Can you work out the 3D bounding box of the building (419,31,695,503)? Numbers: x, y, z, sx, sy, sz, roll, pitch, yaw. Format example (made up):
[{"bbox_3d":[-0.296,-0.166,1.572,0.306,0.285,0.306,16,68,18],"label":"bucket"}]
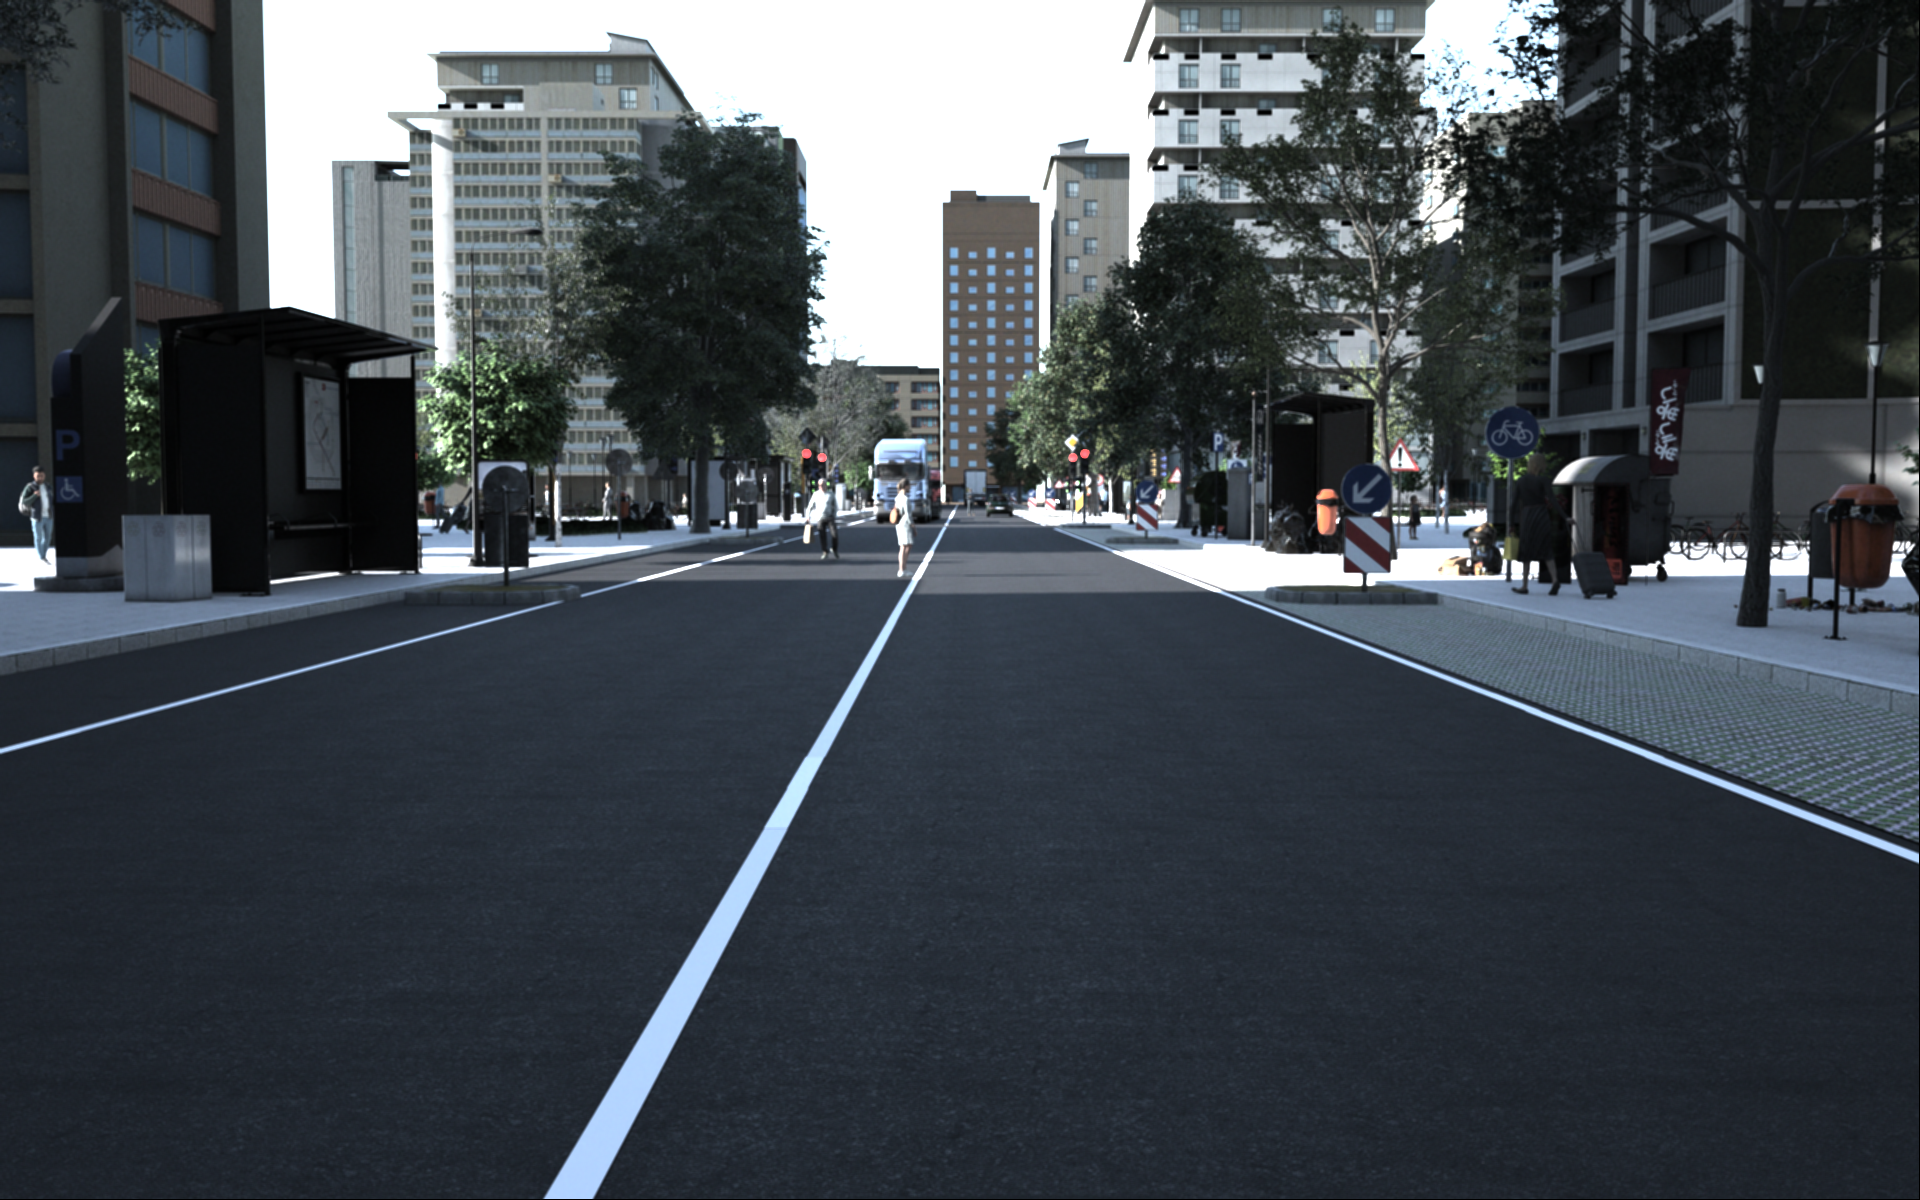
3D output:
[{"bbox_3d":[-47.311,-37.765,206.689,27.495,52.752,28.713,0,3,0],"label":"building"}]

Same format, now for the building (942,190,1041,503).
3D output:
[{"bbox_3d":[4.502,-37.142,257.375,14.200,45.320,14.600,0,3,0],"label":"building"}]

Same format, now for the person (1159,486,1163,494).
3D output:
[{"bbox_3d":[14.264,-7.176,123.374,0.555,1.821,0.388,3,4,37],"label":"person"}]

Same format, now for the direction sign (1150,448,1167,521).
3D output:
[{"bbox_3d":[9.477,-5.549,82.721,0.876,3.537,0.379,2,4,33],"label":"direction sign"}]

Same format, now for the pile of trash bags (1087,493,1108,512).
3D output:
[{"bbox_3d":[10.094,-6.947,123.340,1.912,1.369,3.447,-1,4,-9],"label":"pile of trash bags"}]

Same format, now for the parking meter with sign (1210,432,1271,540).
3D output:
[{"bbox_3d":[7.886,-3.199,48.563,1.738,3.016,0.543,3,5,42],"label":"parking meter with sign"}]

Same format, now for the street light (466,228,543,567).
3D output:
[{"bbox_3d":[-7.978,-3.536,30.354,1.470,5.913,1.316,0,3,0],"label":"street light"}]

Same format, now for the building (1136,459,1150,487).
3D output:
[{"bbox_3d":[34.721,-31.626,208.972,32.217,40.220,23.993,0,3,0],"label":"building"}]

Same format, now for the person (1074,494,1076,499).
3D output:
[{"bbox_3d":[9.270,-7.944,140.179,0.306,1.304,0.590,1,4,11],"label":"person"}]

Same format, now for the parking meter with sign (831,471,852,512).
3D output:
[{"bbox_3d":[-8.737,-7.994,126.956,1.738,3.016,0.543,2,4,32],"label":"parking meter with sign"}]

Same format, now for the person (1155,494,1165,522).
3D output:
[{"bbox_3d":[9.306,-4.300,80.622,0.475,1.303,0.640,1,4,11],"label":"person"}]

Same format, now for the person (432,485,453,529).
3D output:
[{"bbox_3d":[-19.111,-3.545,63.871,0.748,1.841,0.638,-1,4,-10],"label":"person"}]

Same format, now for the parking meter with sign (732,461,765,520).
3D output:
[{"bbox_3d":[-10.342,-5.412,84.741,1.738,3.016,0.543,1,4,13],"label":"parking meter with sign"}]

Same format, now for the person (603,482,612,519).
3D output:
[{"bbox_3d":[-15.165,-4.146,74.096,0.573,1.790,0.520,-1,4,-11],"label":"person"}]

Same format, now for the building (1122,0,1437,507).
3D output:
[{"bbox_3d":[32.502,-36.271,182.270,28.713,52.752,27.495,0,3,0],"label":"building"}]

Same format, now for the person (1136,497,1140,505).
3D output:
[{"bbox_3d":[13.825,-7.924,135.694,0.616,1.811,0.778,-2,4,-27],"label":"person"}]

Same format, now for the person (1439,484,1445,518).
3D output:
[{"bbox_3d":[25.154,-5.137,90.120,0.616,1.811,0.778,0,4,0],"label":"person"}]

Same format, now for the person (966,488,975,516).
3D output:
[{"bbox_3d":[0.751,-6.523,115.323,0.661,1.801,0.590,-2,4,-25],"label":"person"}]

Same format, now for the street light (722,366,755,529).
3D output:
[{"bbox_3d":[-7.991,-5.539,63.101,1.470,5.913,1.316,0,3,0],"label":"street light"}]

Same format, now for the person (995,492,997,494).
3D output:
[{"bbox_3d":[4.498,-12.581,214.922,1.217,1.743,0.721,2,4,29],"label":"person"}]

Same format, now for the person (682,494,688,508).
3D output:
[{"bbox_3d":[-18.523,-6.509,116.737,0.475,1.303,0.640,3,5,40],"label":"person"}]

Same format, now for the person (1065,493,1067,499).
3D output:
[{"bbox_3d":[11.699,-11.191,189.809,0.721,1.735,1.217,1,4,18],"label":"person"}]

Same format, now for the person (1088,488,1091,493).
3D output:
[{"bbox_3d":[10.457,-8.190,140.132,0.728,1.800,0.709,-1,4,-22],"label":"person"}]

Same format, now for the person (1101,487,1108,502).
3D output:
[{"bbox_3d":[10.849,-7.587,130.355,0.793,1.790,0.793,-3,4,-36],"label":"person"}]

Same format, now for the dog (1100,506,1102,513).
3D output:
[{"bbox_3d":[9.530,-6.159,117.533,0.406,0.507,0.540,-3,4,-39],"label":"dog"}]

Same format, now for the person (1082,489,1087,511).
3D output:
[{"bbox_3d":[9.271,-7.472,128.459,0.529,1.795,0.600,3,4,37],"label":"person"}]

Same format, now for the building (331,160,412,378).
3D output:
[{"bbox_3d":[-68.086,-32.461,214.338,14.086,41.232,14.154,0,3,0],"label":"building"}]

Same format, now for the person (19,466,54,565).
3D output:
[{"bbox_3d":[-16.548,-1.517,31.195,0.721,1.781,0.623,1,4,17],"label":"person"}]

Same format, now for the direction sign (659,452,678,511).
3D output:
[{"bbox_3d":[-10.939,-4.464,64.981,0.876,3.537,0.379,2,4,29],"label":"direction sign"}]

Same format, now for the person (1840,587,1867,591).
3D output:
[{"bbox_3d":[11.810,-0.740,22.825,0.332,1.250,0.352,0,4,-4],"label":"person"}]

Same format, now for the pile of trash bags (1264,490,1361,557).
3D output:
[{"bbox_3d":[7.638,-1.666,36.996,1.912,1.369,3.447,0,4,2],"label":"pile of trash bags"}]

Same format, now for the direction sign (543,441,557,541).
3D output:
[{"bbox_3d":[-11.211,-3.392,47.454,0.379,3.537,0.876,-3,5,-42],"label":"direction sign"}]

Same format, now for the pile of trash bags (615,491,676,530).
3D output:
[{"bbox_3d":[-11.368,-3.148,61.220,1.912,1.369,3.447,1,4,10],"label":"pile of trash bags"}]

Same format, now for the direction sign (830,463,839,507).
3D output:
[{"bbox_3d":[-9.238,-8.178,125.715,0.876,3.537,0.379,0,4,7],"label":"direction sign"}]

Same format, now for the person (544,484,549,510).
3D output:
[{"bbox_3d":[-21.690,-5.218,91.335,0.713,1.824,0.794,-1,4,-17],"label":"person"}]

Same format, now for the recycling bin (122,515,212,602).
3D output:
[{"bbox_3d":[-9.573,-0.512,20.926,0.722,1.027,0.722,1,4,15],"label":"recycling bin"}]

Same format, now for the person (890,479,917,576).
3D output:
[{"bbox_3d":[-0.971,-1.270,30.267,0.522,1.701,0.512,-2,4,-28],"label":"person"}]

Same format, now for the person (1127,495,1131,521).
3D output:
[{"bbox_3d":[8.001,-4.326,81.462,0.332,1.250,0.352,-3,5,-43],"label":"person"}]

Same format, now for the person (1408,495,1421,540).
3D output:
[{"bbox_3d":[12.846,-2.334,48.872,0.362,1.253,0.373,-2,4,-24],"label":"person"}]

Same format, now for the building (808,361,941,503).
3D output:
[{"bbox_3d":[-17.465,-25.681,264.916,28.899,21.520,27.650,0,3,0],"label":"building"}]

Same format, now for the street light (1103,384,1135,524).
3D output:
[{"bbox_3d":[6.720,-6.149,73.084,1.470,5.913,1.316,0,3,0],"label":"street light"}]

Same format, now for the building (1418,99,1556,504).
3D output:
[{"bbox_3d":[68.893,-35.859,209.995,21.600,48.544,21.300,0,3,0],"label":"building"}]

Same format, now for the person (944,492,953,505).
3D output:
[{"bbox_3d":[-1.524,-13.509,230.085,1.217,1.736,0.721,2,4,25],"label":"person"}]

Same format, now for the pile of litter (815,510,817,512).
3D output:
[{"bbox_3d":[-9.603,-6.545,120.969,1.176,0.858,1.719,-2,4,-27],"label":"pile of litter"}]

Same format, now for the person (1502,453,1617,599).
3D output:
[{"bbox_3d":[7.487,-0.949,21.773,0.699,1.804,1.509,-1,4,-19],"label":"person"}]

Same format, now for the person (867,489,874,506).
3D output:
[{"bbox_3d":[-9.242,-10.652,180.299,0.705,1.812,1.348,2,4,30],"label":"person"}]

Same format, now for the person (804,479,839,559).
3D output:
[{"bbox_3d":[-3.083,-1.805,38.494,0.782,1.767,0.515,0,4,-1],"label":"person"}]

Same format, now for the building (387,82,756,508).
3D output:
[{"bbox_3d":[-35.537,-29.114,167.888,32.217,40.220,23.993,0,3,0],"label":"building"}]

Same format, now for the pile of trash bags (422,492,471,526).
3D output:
[{"bbox_3d":[-20.426,-3.762,71.262,3.447,1.369,1.912,-3,5,-41],"label":"pile of trash bags"}]

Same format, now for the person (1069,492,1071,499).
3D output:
[{"bbox_3d":[9.104,-8.288,141.412,0.638,1.841,0.748,-1,4,-19],"label":"person"}]

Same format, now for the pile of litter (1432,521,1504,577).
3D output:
[{"bbox_3d":[8.069,-0.834,27.609,1.176,0.858,1.719,3,5,43],"label":"pile of litter"}]

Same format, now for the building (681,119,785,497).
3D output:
[{"bbox_3d":[-26.681,-30.783,186.892,14.154,41.232,14.086,0,3,0],"label":"building"}]

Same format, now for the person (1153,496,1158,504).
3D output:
[{"bbox_3d":[12.738,-6.415,112.735,0.589,1.601,0.330,0,4,-2],"label":"person"}]

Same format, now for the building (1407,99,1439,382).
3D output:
[{"bbox_3d":[54.554,-43.926,260.185,28.212,58.520,21.231,0,3,0],"label":"building"}]

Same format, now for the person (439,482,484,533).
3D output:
[{"bbox_3d":[-16.150,-3.071,56.470,1.509,1.804,0.699,1,4,11],"label":"person"}]

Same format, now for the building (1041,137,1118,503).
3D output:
[{"bbox_3d":[26.709,-41.269,263.992,27.495,52.752,28.713,0,3,0],"label":"building"}]

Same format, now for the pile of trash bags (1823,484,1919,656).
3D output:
[{"bbox_3d":[8.390,-0.261,14.013,1.912,1.369,3.447,-1,4,-17],"label":"pile of trash bags"}]

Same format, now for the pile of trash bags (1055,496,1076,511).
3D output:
[{"bbox_3d":[8.666,-7.403,130.797,1.912,1.369,3.447,-3,5,-41],"label":"pile of trash bags"}]
